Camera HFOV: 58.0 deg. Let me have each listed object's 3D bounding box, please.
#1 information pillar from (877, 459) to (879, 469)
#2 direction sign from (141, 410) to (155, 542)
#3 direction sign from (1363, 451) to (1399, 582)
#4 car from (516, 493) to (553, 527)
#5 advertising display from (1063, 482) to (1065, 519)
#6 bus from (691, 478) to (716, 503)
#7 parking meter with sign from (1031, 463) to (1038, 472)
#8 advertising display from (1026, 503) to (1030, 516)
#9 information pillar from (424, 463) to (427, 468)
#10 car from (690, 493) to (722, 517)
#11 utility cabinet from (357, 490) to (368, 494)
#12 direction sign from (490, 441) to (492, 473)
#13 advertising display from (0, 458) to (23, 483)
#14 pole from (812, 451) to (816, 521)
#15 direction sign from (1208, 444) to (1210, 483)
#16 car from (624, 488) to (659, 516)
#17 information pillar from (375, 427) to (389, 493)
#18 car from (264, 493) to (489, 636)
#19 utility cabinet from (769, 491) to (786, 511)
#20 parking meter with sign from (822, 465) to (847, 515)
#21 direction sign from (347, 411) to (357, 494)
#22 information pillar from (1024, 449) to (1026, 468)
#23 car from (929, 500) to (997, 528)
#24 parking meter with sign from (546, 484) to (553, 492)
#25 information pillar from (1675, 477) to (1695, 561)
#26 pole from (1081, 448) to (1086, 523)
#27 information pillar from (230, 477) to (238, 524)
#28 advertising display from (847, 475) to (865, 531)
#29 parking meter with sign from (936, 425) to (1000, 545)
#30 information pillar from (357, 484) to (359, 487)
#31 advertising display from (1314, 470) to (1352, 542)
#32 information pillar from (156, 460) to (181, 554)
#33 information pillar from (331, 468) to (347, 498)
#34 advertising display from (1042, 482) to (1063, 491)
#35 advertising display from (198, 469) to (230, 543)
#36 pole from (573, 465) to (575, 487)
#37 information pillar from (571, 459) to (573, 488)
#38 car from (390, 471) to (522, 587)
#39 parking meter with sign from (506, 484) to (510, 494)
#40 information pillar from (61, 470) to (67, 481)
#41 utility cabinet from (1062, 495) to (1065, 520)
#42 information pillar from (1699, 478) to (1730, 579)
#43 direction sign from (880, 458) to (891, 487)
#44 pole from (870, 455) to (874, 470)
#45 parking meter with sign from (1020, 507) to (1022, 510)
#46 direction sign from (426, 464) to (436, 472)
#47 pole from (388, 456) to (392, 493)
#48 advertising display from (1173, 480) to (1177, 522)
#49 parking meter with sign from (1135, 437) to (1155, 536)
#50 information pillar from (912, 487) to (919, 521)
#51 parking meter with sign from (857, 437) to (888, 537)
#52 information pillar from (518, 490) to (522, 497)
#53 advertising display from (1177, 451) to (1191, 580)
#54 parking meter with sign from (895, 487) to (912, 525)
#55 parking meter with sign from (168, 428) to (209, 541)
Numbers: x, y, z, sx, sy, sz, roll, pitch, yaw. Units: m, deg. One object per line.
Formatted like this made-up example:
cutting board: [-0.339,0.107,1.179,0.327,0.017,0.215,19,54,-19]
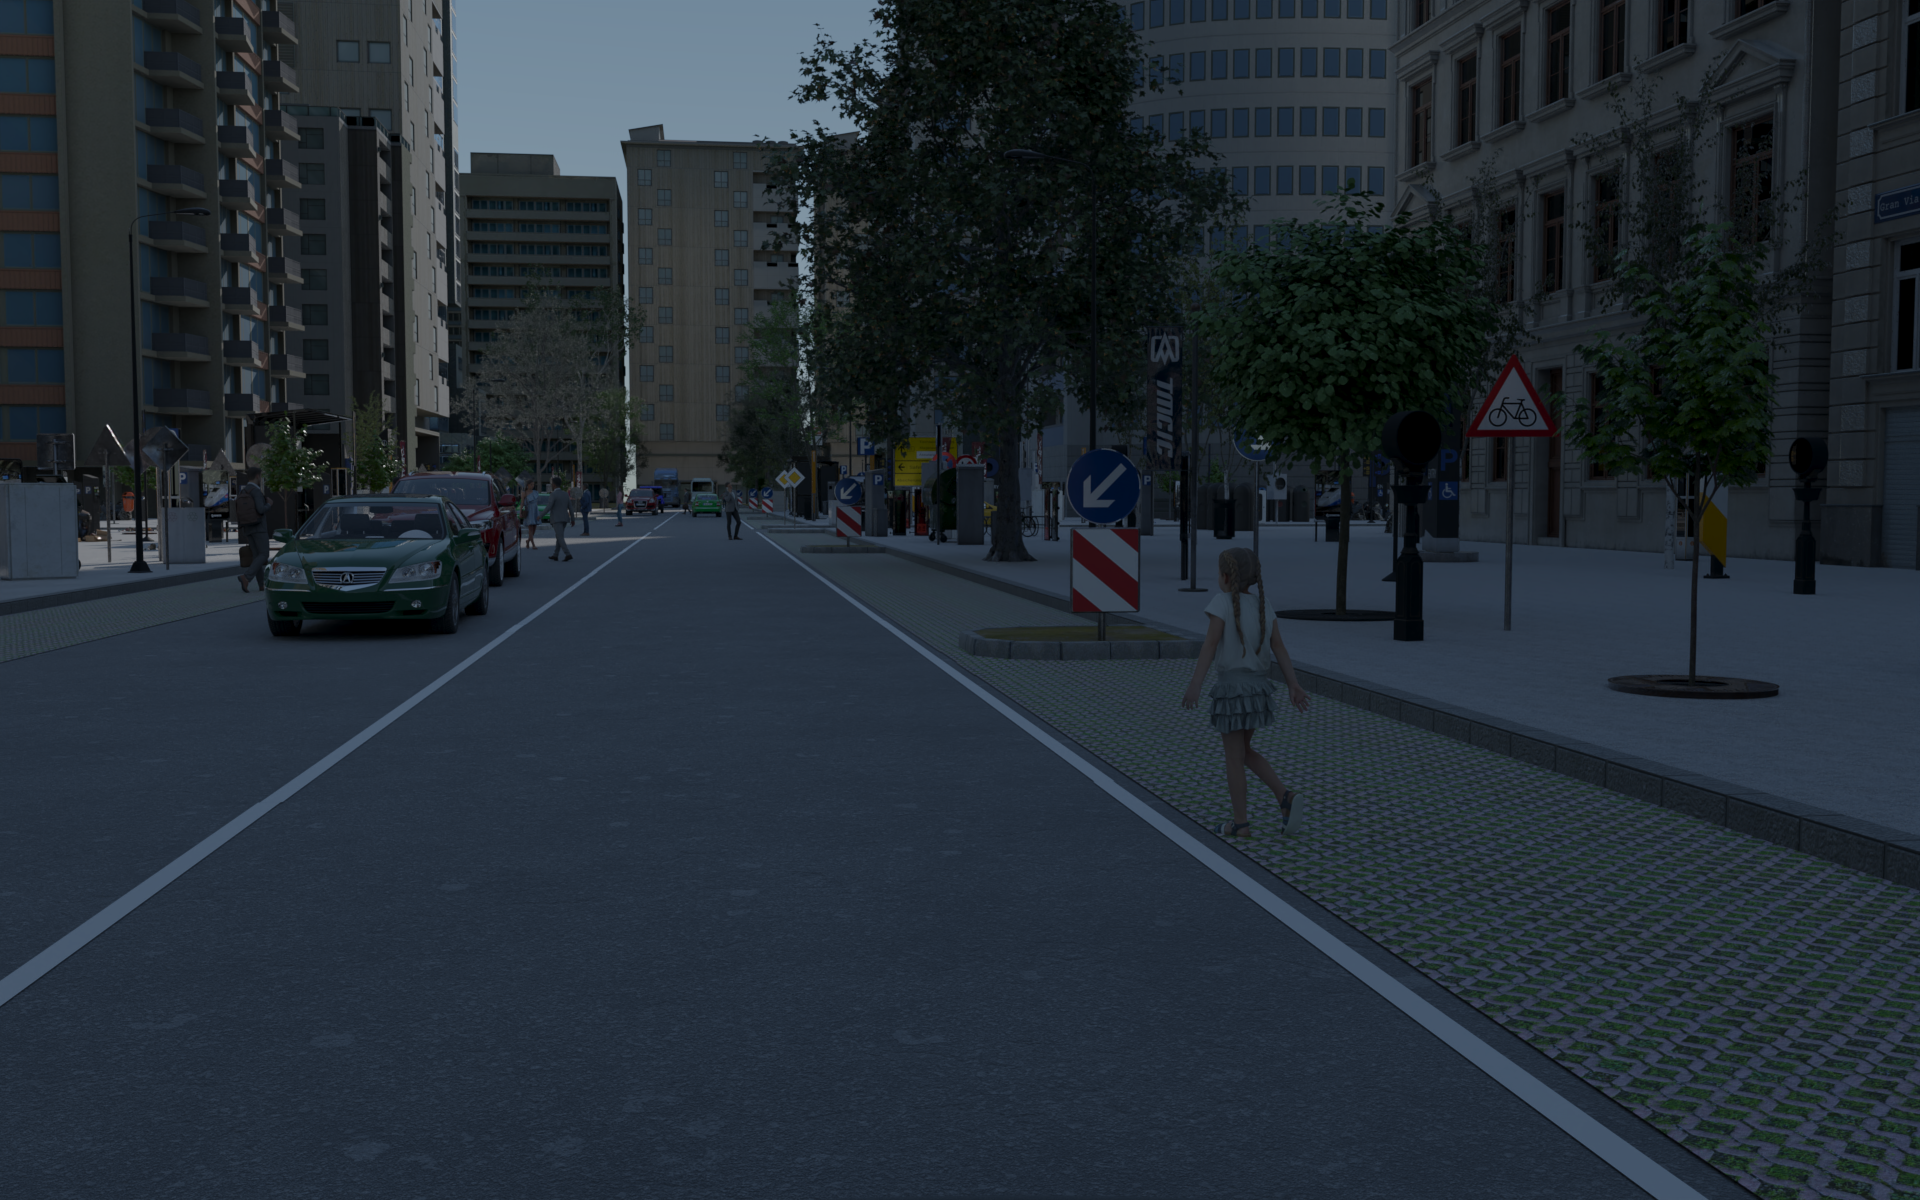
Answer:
information pillar: [-5.459,-7.588,115.415,0.183,3.616,0.504,-1,4,-8]
direction sign: [-22.028,-3.353,46.813,0.379,3.537,0.876,-2,4,-30]
direction sign: [6.401,-2.042,25.384,0.876,3.537,0.379,3,5,43]
car: [-18.332,-4.064,75.247,1.959,1.807,4.718,-1,4,-9]
advertising display: [5.426,-5.223,90.602,0.123,1.923,0.974,0,4,5]
bus: [-30.913,-13.057,208.336,2.948,3.499,13.247,0,4,-8]
parking meter with sign: [3.675,-6.125,96.398,0.543,3.016,1.738,-3,4,-37]
advertising display: [3.487,-5.070,88.108,0.974,1.923,0.123,2,4,31]
information pillar: [-40.602,-8.561,131.334,0.504,3.616,0.183,2,4,26]
car: [-15.858,-6.088,108.327,1.959,1.807,4.718,-1,4,-10]
utility cabinet: [-30.894,-4.948,89.571,0.318,1.500,1.173,0,4,-5]
direction sign: [-20.305,-5.076,74.985,0.379,3.537,0.876,-1,4,-15]
advertising display: [-17.191,-1.579,31.038,0.123,1.923,0.974,1,4,14]
pole: [-6.874,-5.353,81.368,0.158,3.312,0.155,0,3,0]
direction sign: [11.251,-5.274,78.219,0.379,3.537,0.876,0,4,4]
car: [-21.485,-6.628,117.042,2.281,1.827,5.304,0,4,-8]
information pillar: [-20.244,-4.242,60.713,0.183,3.616,0.504,3,5,43]
car: [-6.304,-0.446,19.084,2.131,1.459,4.920,-1,4,-9]
utility cabinet: [-15.092,-8.269,143.876,1.173,1.500,0.318,-1,4,-21]
parking meter with sign: [-7.692,-6.693,105.692,1.738,3.016,0.543,3,5,42]
direction sign: [-16.701,-3.414,47.815,0.379,3.537,0.876,-1,4,-16]
information pillar: [3.422,-6.041,90.122,0.183,3.616,0.504,2,4,34]
car: [0.366,-3.613,69.289,3.980,1.641,2.015,0,4,-7]
parking meter with sign: [-32.042,-8.530,135.732,1.738,3.016,0.543,-1,4,-11]
information pillar: [13.965,-1.758,33.232,0.304,2.012,0.304,-1,4,-18]
pole: [5.438,-5.037,76.202,0.158,3.312,0.155,0,3,0]
information pillar: [-30.642,-4.199,73.150,0.304,2.012,0.304,-1,4,-14]
advertising display: [-3.400,-3.322,59.522,0.974,1.923,0.123,-1,4,-22]
parking meter with sign: [0.276,-2.903,43.726,1.738,3.016,0.543,0,4,-5]
information pillar: [-33.078,-5.547,95.180,0.304,2.012,0.304,-1,4,-15]
advertising display: [10.008,-2.525,46.503,0.974,1.923,0.123,1,4,8]
information pillar: [-15.258,-1.768,33.406,0.304,2.012,0.304,1,4,15]
information pillar: [-17.508,-2.715,48.879,0.304,2.012,0.304,3,4,38]
advertising display: [4.701,-5.149,89.394,0.974,1.923,0.123,1,4,16]
advertising display: [-19.702,-2.481,45.780,0.123,1.923,0.974,1,4,19]
pole: [-26.916,-7.749,120.541,0.158,3.312,0.155,0,3,0]
information pillar: [-26.113,-7.665,116.678,0.183,3.616,0.504,-1,4,-8]
car: [-8.370,-1.202,28.325,2.281,1.827,5.304,-1,4,-9]
parking meter with sign: [-33.008,-7.907,125.532,1.738,3.016,0.543,2,4,31]
information pillar: [-43.170,-5.634,83.475,0.183,3.616,0.504,0,4,-4]
utility cabinet: [4.735,-4.543,85.448,0.306,1.237,1.020,3,5,40]
information pillar: [11.422,-2.130,26.181,0.504,3.616,0.183,-1,4,-21]
direction sign: [-4.643,-7.142,108.766,0.876,3.537,0.379,2,4,28]
pole: [-3.157,-4.184,62.260,0.158,3.312,0.155,0,3,0]
parking meter with sign: [1.649,-3.616,55.379,0.543,3.016,1.738,1,4,10]
direction sign: [-39.296,-8.366,128.774,0.379,3.537,0.876,3,4,38]
pole: [-29.444,-5.853,89.543,0.158,3.312,0.155,0,3,0]
advertising display: [10.059,-4.601,80.443,0.123,1.923,0.974,1,4,20]
parking meter with sign: [5.764,-3.511,53.665,0.543,3.016,1.738,0,4,-6]
information pillar: [-2.163,-5.641,83.581,0.504,3.616,0.183,-3,4,-38]
parking meter with sign: [-2.603,-3.443,52.549,0.543,3.016,1.738,-1,4,-21]
information pillar: [-33.992,-7.909,133.798,0.304,2.012,0.304,-1,4,-9]
advertising display: [3.400,-1.279,26.133,0.123,1.923,0.974,1,4,10]
parking meter with sign: [-2.379,-4.696,73.048,1.738,3.016,0.543,1,4,10]
parking meter with sign: [-20.790,-3.093,46.824,0.543,3.016,1.738,1,4,11]
